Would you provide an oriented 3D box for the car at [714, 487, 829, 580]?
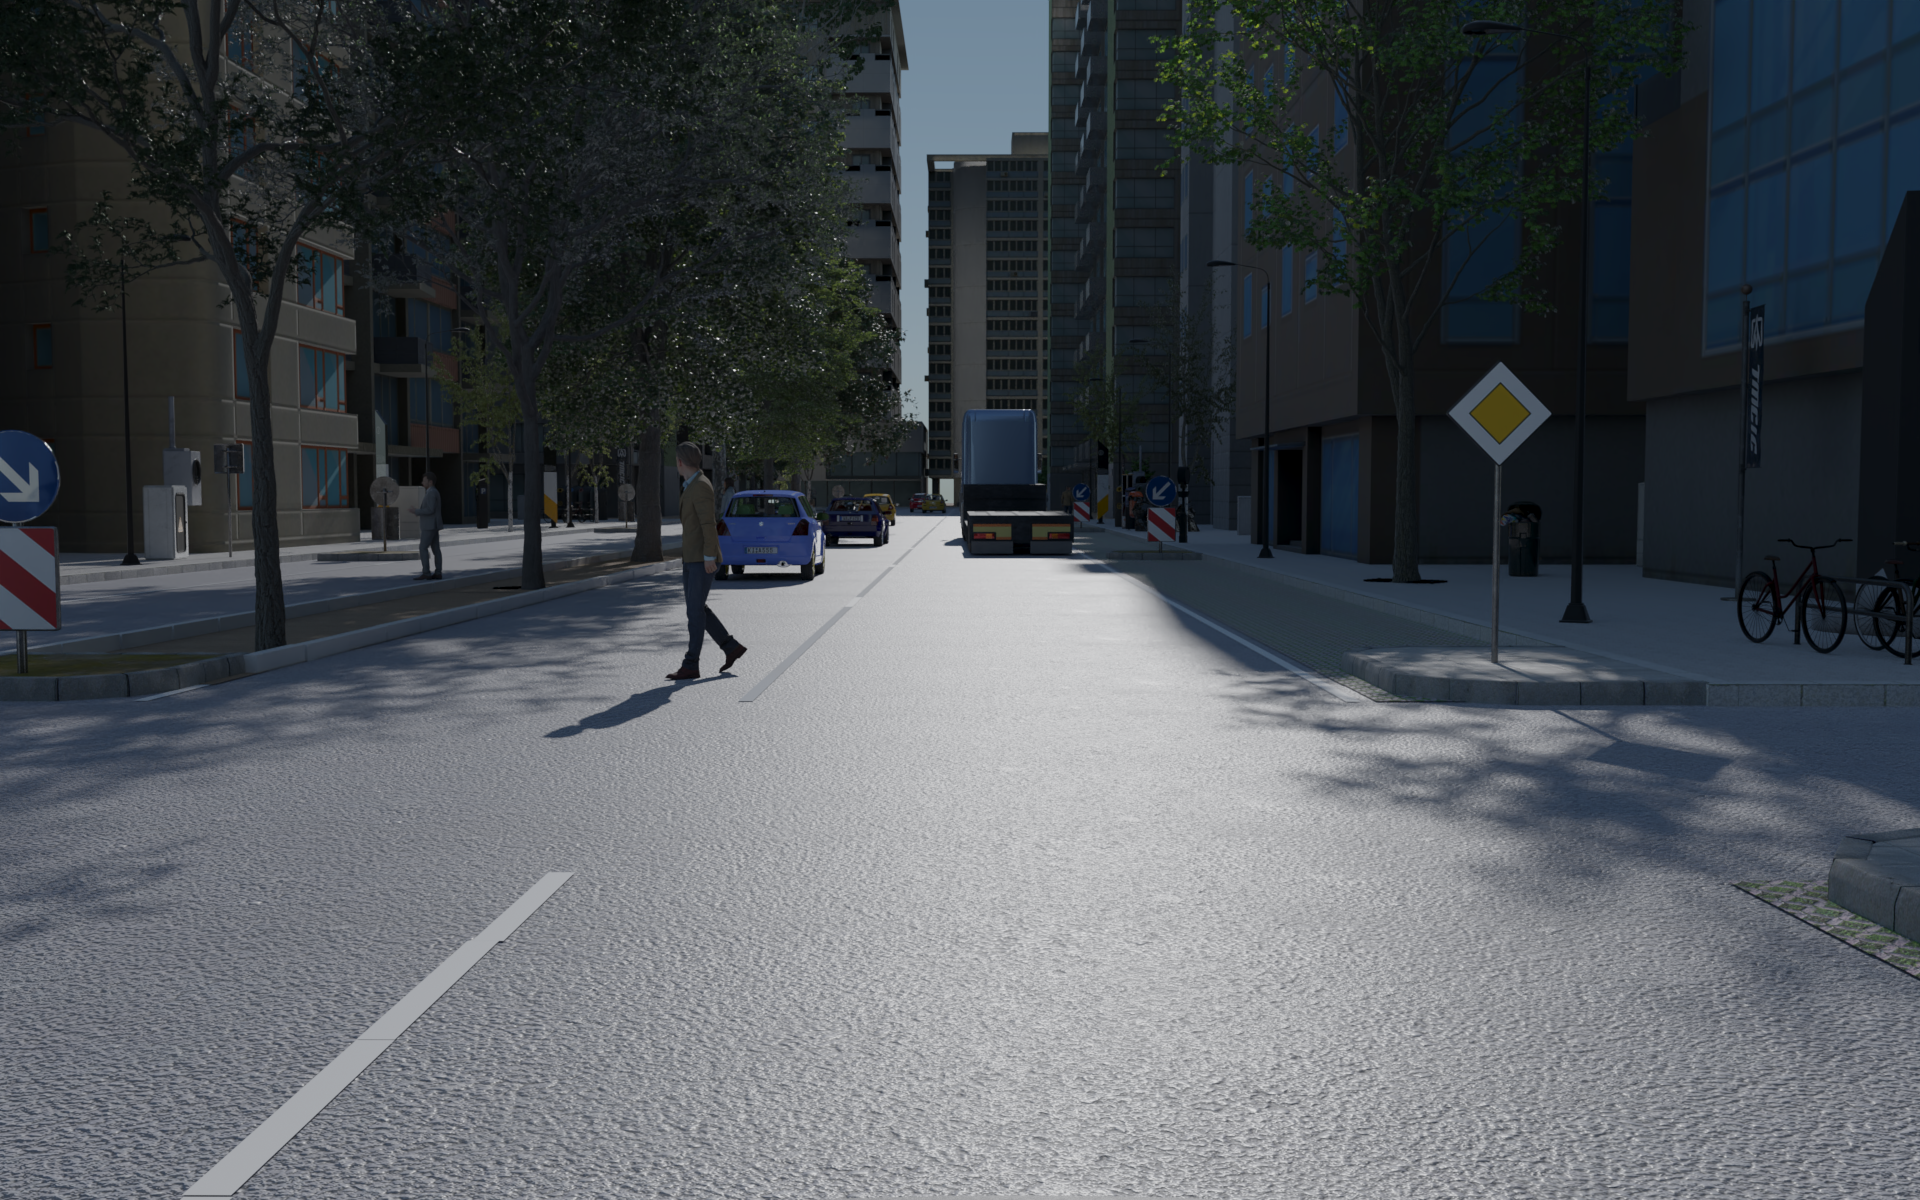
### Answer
[{"bbox_3d":[-3.264,-1.251,30.047,1.945,1.707,3.694,0,4,-1],"label":"car"}]

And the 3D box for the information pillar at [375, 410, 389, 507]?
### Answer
[{"bbox_3d":[-16.118,-3.484,48.311,0.504,3.616,0.183,3,5,39],"label":"information pillar"}]

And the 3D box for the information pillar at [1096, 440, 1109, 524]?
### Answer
[{"bbox_3d":[6.133,-5.084,74.484,0.504,3.616,0.183,0,3,0],"label":"information pillar"}]

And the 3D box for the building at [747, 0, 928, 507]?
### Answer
[{"bbox_3d":[-17.513,-36.453,185.251,27.495,52.752,28.713,0,4,0],"label":"building"}]

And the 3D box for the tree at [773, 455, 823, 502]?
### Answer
[{"bbox_3d":[-6.567,-7.472,74.993,4.360,8.622,3.978,0,3,0],"label":"tree"}]

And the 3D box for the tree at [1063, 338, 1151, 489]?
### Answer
[{"bbox_3d":[6.966,-8.104,82.858,4.737,8.622,4.395,0,3,0],"label":"tree"}]

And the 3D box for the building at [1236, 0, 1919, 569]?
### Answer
[{"bbox_3d":[14.038,-23.648,36.755,14.600,45.320,14.200,0,4,0],"label":"building"}]

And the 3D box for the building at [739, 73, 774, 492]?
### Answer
[{"bbox_3d":[-28.380,-27.871,147.573,23.993,40.220,32.217,0,4,0],"label":"building"}]

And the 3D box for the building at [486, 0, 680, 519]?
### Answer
[{"bbox_3d":[-23.810,-25.194,95.516,14.154,41.232,14.086,0,4,0],"label":"building"}]

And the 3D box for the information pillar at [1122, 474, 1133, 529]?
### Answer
[{"bbox_3d":[6.196,-3.643,64.055,0.304,2.012,0.304,-2,4,-35],"label":"information pillar"}]

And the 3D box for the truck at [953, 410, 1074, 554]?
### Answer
[{"bbox_3d":[1.332,-3.646,49.369,2.967,4.110,18.799,0,4,-1],"label":"truck"}]

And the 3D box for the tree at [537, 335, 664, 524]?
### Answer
[{"bbox_3d":[-16.012,-7.636,75.211,4.360,8.622,3.978,0,3,0],"label":"tree"}]

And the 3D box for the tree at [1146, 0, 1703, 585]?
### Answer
[{"bbox_3d":[6.306,-6.059,24.823,9.928,11.665,9.643,0,3,0],"label":"tree"}]

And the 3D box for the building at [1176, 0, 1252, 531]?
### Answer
[{"bbox_3d":[20.039,-32.482,73.082,21.231,58.520,28.212,0,4,0],"label":"building"}]

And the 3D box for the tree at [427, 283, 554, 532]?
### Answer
[{"bbox_3d":[-15.426,-6.607,58.390,4.737,8.622,4.395,0,3,0],"label":"tree"}]

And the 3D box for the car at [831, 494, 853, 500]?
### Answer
[{"bbox_3d":[-9.253,-7.857,138.253,2.009,1.686,4.222,0,3,0],"label":"car"}]

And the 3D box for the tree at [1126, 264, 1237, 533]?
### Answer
[{"bbox_3d":[7.577,-6.468,56.110,4.360,8.622,3.978,0,3,0],"label":"tree"}]

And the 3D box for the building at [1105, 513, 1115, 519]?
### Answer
[{"bbox_3d":[15.057,-25.232,96.143,14.154,41.232,14.086,0,4,0],"label":"building"}]

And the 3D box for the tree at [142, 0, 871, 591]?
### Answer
[{"bbox_3d":[-6.357,-6.884,25.374,12.009,13.543,11.850,0,3,0],"label":"tree"}]

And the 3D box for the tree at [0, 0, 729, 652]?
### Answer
[{"bbox_3d":[-6.159,-4.814,15.575,8.767,10.594,7.601,0,4,0],"label":"tree"}]

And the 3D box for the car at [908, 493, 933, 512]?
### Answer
[{"bbox_3d":[-3.018,-7.786,136.348,2.155,1.783,4.494,0,4,0],"label":"car"}]

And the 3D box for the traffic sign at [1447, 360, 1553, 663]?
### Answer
[{"bbox_3d":[4.063,-0.579,13.112,0.795,2.450,0.064,0,4,0],"label":"traffic sign"}]

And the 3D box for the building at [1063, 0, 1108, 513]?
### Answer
[{"bbox_3d":[19.423,-30.496,118.212,23.786,49.044,30.456,0,4,0],"label":"building"}]

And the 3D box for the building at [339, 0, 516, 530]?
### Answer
[{"bbox_3d":[-30.611,-25.258,67.588,22.147,44.769,28.867,0,4,0],"label":"building"}]

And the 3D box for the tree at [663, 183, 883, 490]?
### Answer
[{"bbox_3d":[-6.488,-8.396,57.858,7.486,12.596,7.792,0,3,0],"label":"tree"}]

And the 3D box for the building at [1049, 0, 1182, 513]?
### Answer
[{"bbox_3d":[14.090,-27.958,140.713,14.154,41.232,14.086,0,4,0],"label":"building"}]

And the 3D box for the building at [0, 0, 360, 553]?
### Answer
[{"bbox_3d":[-30.004,-11.403,31.479,27.650,21.520,28.899,0,4,0],"label":"building"}]

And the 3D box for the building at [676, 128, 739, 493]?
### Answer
[{"bbox_3d":[-22.068,-20.686,109.916,14.160,30.474,14.107,0,4,0],"label":"building"}]

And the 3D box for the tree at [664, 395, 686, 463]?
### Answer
[{"bbox_3d":[-15.733,-8.371,87.226,4.360,8.622,3.978,0,3,0],"label":"tree"}]

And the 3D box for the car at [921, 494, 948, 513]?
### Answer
[{"bbox_3d":[-1.935,-7.337,130.184,2.015,1.641,3.980,0,4,2],"label":"car"}]

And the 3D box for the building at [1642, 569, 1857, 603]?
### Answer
[{"bbox_3d":[17.172,-22.512,18.182,14.200,45.320,14.600,0,4,0],"label":"building"}]

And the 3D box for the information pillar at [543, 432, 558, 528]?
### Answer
[{"bbox_3d":[-15.428,-4.522,65.289,0.504,3.616,0.183,-1,4,-14],"label":"information pillar"}]

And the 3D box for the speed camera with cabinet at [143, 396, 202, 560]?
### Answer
[{"bbox_3d":[-15.666,-2.455,34.472,0.660,3.252,2.038,-1,4,-9],"label":"speed camera with cabinet"}]

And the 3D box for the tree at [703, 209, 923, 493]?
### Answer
[{"bbox_3d":[-6.321,-8.992,66.485,9.611,12.733,9.660,0,3,0],"label":"tree"}]

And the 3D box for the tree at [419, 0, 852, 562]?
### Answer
[{"bbox_3d":[-6.630,-7.784,36.374,9.857,13.997,8.962,0,3,0],"label":"tree"}]

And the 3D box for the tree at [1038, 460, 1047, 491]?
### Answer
[{"bbox_3d":[7.883,-11.144,165.923,4.285,4.588,4.351,0,3,0],"label":"tree"}]

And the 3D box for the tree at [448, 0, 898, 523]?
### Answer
[{"bbox_3d":[-7.762,-11.569,47.505,12.611,20.169,13.585,0,3,0],"label":"tree"}]

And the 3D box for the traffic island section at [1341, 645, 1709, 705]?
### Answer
[{"bbox_3d":[4.087,0.556,13.189,2.009,0.180,2.903,0,4,0],"label":"traffic island section"}]

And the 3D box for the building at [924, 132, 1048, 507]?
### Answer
[{"bbox_3d":[8.249,-30.375,188.508,23.993,40.220,32.217,0,4,0],"label":"building"}]

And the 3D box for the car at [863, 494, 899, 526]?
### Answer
[{"bbox_3d":[-3.794,-4.224,79.290,2.015,1.641,3.980,0,4,-1],"label":"car"}]

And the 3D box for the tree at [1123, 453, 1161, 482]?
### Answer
[{"bbox_3d":[7.854,-4.893,74.596,1.663,3.219,1.824,0,3,0],"label":"tree"}]

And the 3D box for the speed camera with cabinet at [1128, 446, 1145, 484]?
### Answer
[{"bbox_3d":[7.130,-4.723,71.561,0.660,3.252,2.038,0,4,-6],"label":"speed camera with cabinet"}]

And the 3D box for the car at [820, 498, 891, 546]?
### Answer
[{"bbox_3d":[-2.934,-2.213,48.767,1.945,1.354,3.894,0,4,1],"label":"car"}]

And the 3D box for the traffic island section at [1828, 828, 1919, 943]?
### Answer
[{"bbox_3d":[4.037,1.044,5.204,2.009,0.180,2.903,0,4,0],"label":"traffic island section"}]
